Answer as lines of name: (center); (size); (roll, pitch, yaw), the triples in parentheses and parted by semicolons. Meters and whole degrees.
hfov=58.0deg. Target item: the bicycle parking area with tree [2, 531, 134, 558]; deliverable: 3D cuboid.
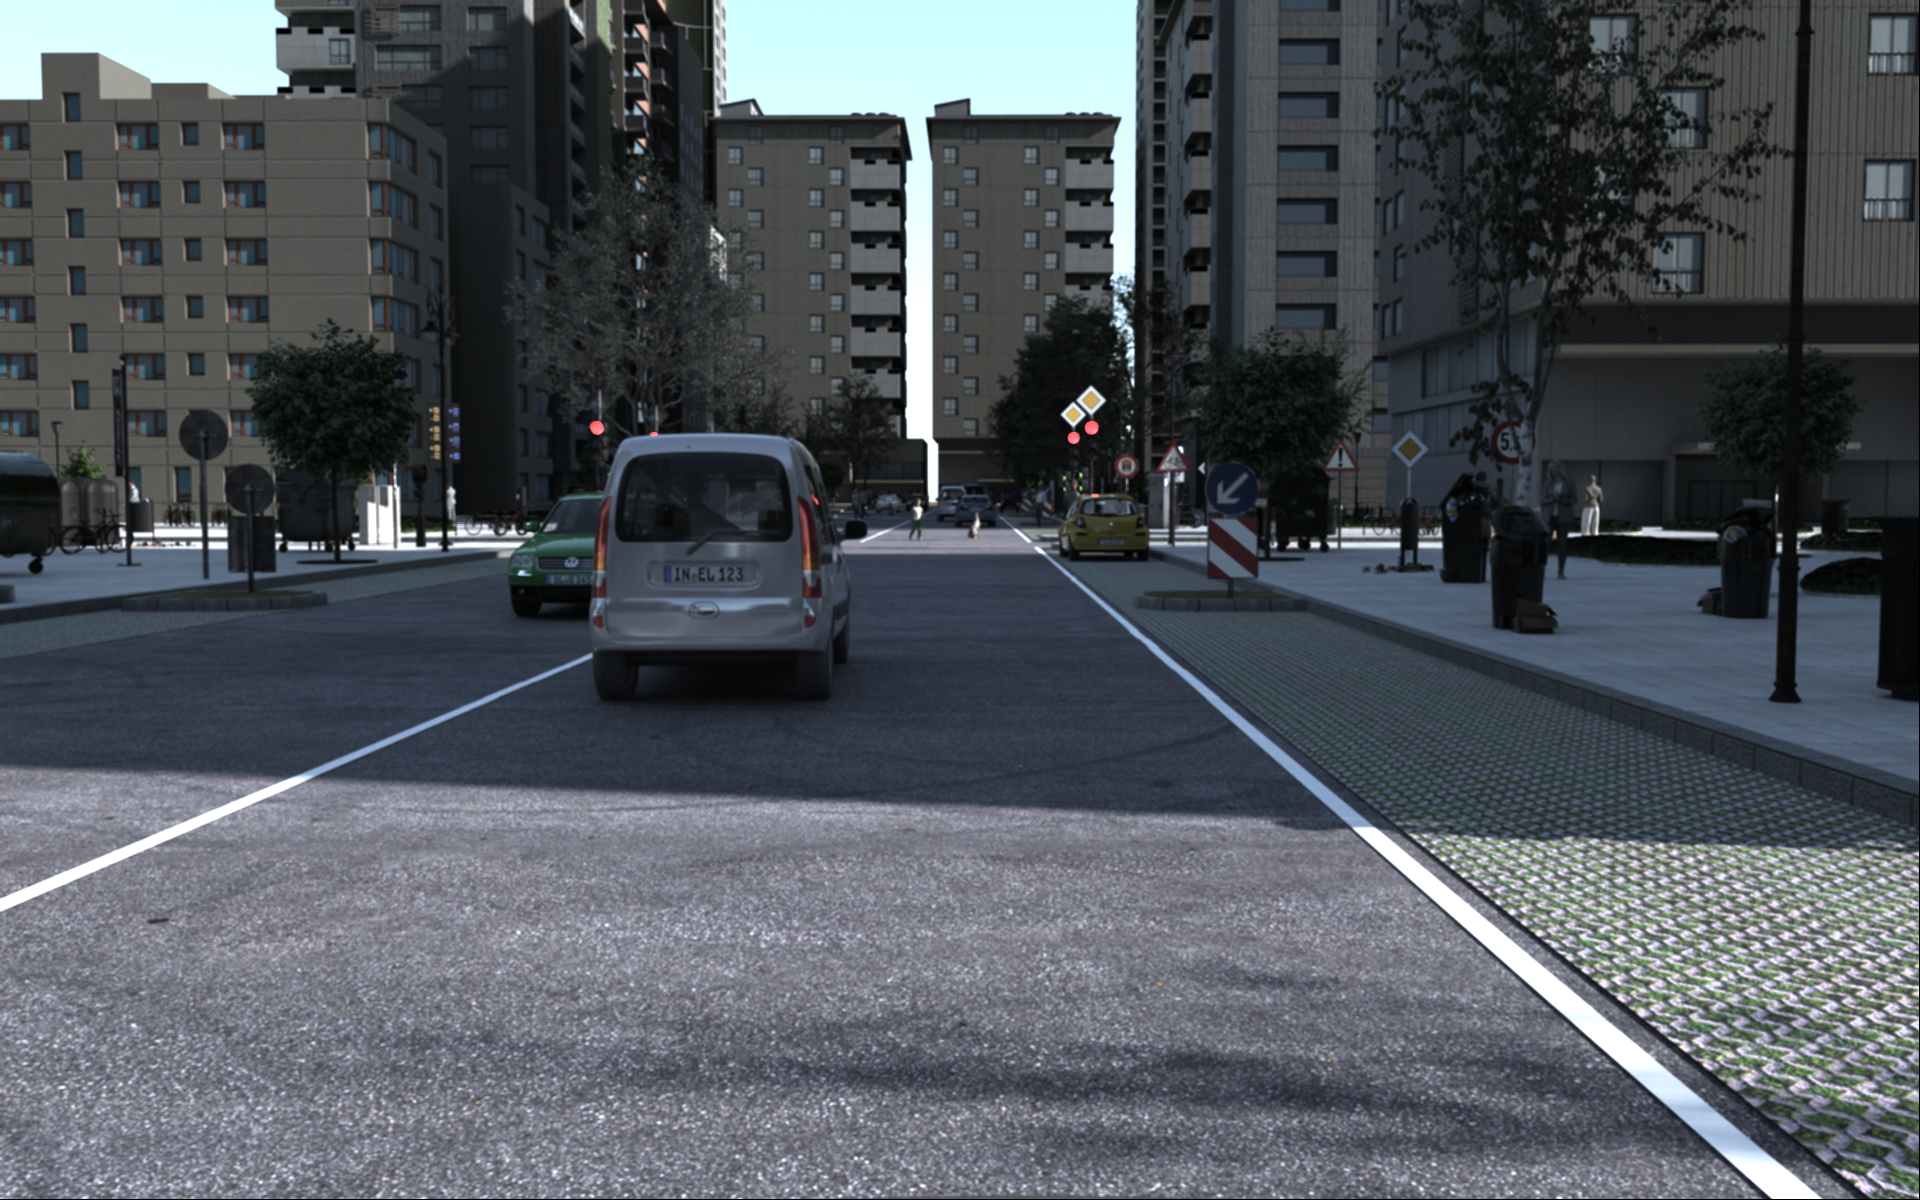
bicycle parking area with tree: (-22.599, -2.958, 35.371); (8.231, 4.147, 9.016); (2, 4, 28)

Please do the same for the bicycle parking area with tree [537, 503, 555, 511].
bicycle parking area with tree: (-20.199, -6.976, 101.067); (9.016, 4.147, 8.231); (2, 4, 25)

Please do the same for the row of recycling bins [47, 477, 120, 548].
row of recycling bins: (-21.888, -2.170, 42.590); (1.069, 1.692, 3.534); (0, 4, 6)

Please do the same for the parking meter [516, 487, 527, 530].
parking meter: (-15.602, -3.257, 61.667); (0.372, 1.533, 0.369); (0, 3, 0)

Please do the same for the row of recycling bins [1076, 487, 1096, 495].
row of recycling bins: (6.993, -5.457, 96.329); (1.069, 1.692, 3.534); (0, 4, -4)

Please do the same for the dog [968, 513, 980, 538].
dog: (0.352, -2.413, 56.291); (0.800, 0.831, 0.513); (-1, 4, -22)

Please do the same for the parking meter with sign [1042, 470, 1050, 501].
parking meter with sign: (6.861, -7.915, 125.671); (1.738, 3.016, 0.543); (-2, 4, -24)

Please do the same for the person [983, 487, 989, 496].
person: (1.248, -4.819, 87.385); (0.767, 1.812, 0.694); (0, 4, -4)

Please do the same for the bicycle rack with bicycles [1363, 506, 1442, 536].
bicycle rack with bicycles: (14.019, -2.481, 53.952); (2.852, 0.926, 2.925); (3, 5, 44)

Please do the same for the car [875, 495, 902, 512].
car: (-5.611, -7.578, 136.264); (2.083, 1.381, 4.827); (0, 4, 0)

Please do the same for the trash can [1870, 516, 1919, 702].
trash can: (6.090, 0.051, 10.821); (0.748, 1.137, 0.748); (0, 3, 0)

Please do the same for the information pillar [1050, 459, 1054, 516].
information pillar: (5.502, -6.840, 103.191); (0.183, 3.616, 0.504); (-1, 4, -17)

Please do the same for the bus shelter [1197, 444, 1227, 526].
bus shelter: (8.980, -3.775, 55.652); (2.014, 3.302, 5.546); (0, 4, 0)

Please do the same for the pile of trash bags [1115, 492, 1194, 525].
pile of trash bags: (8.047, -3.863, 72.906); (3.447, 1.369, 1.912); (-1, 4, -21)

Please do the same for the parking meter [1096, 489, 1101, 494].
parking meter: (6.848, -4.680, 84.925); (0.372, 1.533, 0.369); (0, 3, 0)

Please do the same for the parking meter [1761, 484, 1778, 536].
parking meter: (20.120, -2.119, 43.064); (0.372, 1.533, 0.369); (0, 3, 0)

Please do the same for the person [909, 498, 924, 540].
person: (-1.357, -2.503, 53.676); (0.306, 1.304, 0.590); (-3, 4, -38)

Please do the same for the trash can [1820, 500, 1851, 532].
trash can: (22.353, -1.994, 44.261); (0.748, 1.137, 0.748); (0, 3, 0)

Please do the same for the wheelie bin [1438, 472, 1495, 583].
wheelie bin: (7.375, -1.057, 25.190); (0.693, 1.594, 0.980); (2, 4, 28)

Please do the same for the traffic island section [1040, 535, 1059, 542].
traffic island section: (3.463, -1.869, 52.843); (2.009, 0.180, 2.903); (0, 4, 0)

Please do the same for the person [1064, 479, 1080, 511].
person: (2.780, -2.026, 41.906); (0.520, 1.790, 0.573); (2, 4, 27)

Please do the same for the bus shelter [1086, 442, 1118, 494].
bus shelter: (9.000, -7.959, 107.765); (2.179, 5.291, 8.768); (0, 4, 0)

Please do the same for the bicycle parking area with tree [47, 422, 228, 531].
bicycle parking area with tree: (-33.372, -5.050, 69.572); (8.231, 4.147, 9.016); (-1, 4, -9)

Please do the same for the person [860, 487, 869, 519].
person: (-5.442, -5.537, 98.879); (0.795, 1.843, 0.661); (2, 4, 29)

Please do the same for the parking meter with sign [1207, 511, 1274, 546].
parking meter with sign: (7.049, -2.876, 43.290); (1.738, 3.016, 0.543); (2, 4, 31)

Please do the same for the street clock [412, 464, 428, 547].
street clock: (-13.064, -2.285, 41.933); (0.358, 2.002, 0.471); (0, 4, 1)

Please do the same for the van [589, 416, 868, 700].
van: (-1.742, -0.393, 13.445); (2.013, 2.044, 4.112); (0, 4, -1)

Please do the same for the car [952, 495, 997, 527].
car: (0.667, -3.994, 77.300); (2.014, 1.417, 4.499); (0, 4, -1)

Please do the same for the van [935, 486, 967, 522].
van: (-0.323, -5.139, 91.029); (2.013, 2.044, 4.112); (0, 4, 2)

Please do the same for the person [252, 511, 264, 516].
person: (-25.717, -3.502, 63.482); (0.473, 1.802, 0.592); (2, 4, 34)

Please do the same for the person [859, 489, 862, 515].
person: (-6.467, -6.274, 111.636); (0.362, 1.759, 0.519); (0, 4, -5)

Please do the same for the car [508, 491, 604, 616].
car: (-4.335, -0.791, 21.728); (1.959, 1.807, 4.718); (0, 4, 1)

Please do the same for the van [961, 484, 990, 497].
van: (0.853, -6.485, 110.420); (2.240, 2.365, 5.245); (0, 4, -1)

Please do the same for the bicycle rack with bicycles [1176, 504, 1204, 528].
bicycle rack with bicycles: (8.127, -3.199, 65.684); (2.925, 0.926, 2.852); (-1, 4, -9)

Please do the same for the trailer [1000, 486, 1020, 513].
trailer: (3.811, -7.652, 132.163); (1.471, 1.999, 3.904); (0, 4, 2)

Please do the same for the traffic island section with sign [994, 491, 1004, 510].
traffic island section with sign: (4.295, -8.928, 154.594); (1.989, 1.847, 2.006); (0, 4, 0)

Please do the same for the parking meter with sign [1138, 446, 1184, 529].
parking meter with sign: (7.288, -4.102, 63.323); (1.738, 3.016, 0.543); (3, 5, 42)

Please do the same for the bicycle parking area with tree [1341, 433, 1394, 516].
bicycle parking area with tree: (15.914, -5.731, 80.702); (8.231, 4.147, 9.016); (1, 4, 11)

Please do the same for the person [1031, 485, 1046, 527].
person: (3.429, -4.094, 75.540); (0.679, 1.850, 0.850); (1, 4, 12)

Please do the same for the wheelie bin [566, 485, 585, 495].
wheelie bin: (-13.951, -3.379, 63.148); (0.980, 1.594, 0.693); (-2, 4, -35)

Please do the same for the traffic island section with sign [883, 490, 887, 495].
traffic island section with sign: (-7.913, -10.610, 182.103); (1.989, 1.847, 2.006); (0, 4, 0)

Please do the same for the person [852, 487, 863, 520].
person: (-4.703, -4.315, 79.643); (0.643, 1.750, 0.593); (0, 4, 1)

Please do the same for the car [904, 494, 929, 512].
car: (-3.562, -8.107, 142.341); (2.009, 1.686, 4.222); (0, 4, 0)

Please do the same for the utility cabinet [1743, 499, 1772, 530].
utility cabinet: (10.095, -0.659, 21.934); (0.306, 1.237, 1.020); (2, 4, 28)

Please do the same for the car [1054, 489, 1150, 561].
car: (3.129, -1.710, 38.176); (2.015, 1.641, 3.980); (0, 4, -1)

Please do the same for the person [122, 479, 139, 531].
person: (-28.271, -3.241, 59.305); (0.850, 1.792, 0.678); (-2, 4, -26)

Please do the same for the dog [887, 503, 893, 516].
dog: (-4.719, -6.049, 115.739); (0.513, 0.831, 0.800); (2, 4, 32)

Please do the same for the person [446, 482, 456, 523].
person: (-21.995, -4.180, 74.566); (0.466, 1.800, 0.511); (1, 4, 12)

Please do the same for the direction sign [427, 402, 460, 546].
direction sign: (-12.823, -3.125, 43.095); (0.379, 3.537, 0.876); (3, 5, 42)

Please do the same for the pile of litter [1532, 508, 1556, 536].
pile of litter: (17.847, -2.390, 53.035); (1.176, 0.858, 1.719); (3, 5, 43)

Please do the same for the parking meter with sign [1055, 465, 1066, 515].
parking meter with sign: (6.671, -6.658, 105.113); (1.738, 3.016, 0.543); (2, 4, 28)

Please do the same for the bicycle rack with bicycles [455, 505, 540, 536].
bicycle rack with bicycles: (-14.190, -2.479, 53.916); (2.852, 0.926, 2.925); (2, 4, 33)

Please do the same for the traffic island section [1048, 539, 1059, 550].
traffic island section: (3.399, -1.381, 44.858); (2.009, 0.180, 2.903); (0, 4, 0)

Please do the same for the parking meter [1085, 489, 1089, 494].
parking meter: (6.728, -5.026, 90.585); (0.372, 1.533, 0.369); (0, 3, 0)

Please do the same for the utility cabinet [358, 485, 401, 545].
utility cabinet: (-14.681, -2.151, 43.848); (0.318, 1.500, 1.173); (1, 4, 23)
